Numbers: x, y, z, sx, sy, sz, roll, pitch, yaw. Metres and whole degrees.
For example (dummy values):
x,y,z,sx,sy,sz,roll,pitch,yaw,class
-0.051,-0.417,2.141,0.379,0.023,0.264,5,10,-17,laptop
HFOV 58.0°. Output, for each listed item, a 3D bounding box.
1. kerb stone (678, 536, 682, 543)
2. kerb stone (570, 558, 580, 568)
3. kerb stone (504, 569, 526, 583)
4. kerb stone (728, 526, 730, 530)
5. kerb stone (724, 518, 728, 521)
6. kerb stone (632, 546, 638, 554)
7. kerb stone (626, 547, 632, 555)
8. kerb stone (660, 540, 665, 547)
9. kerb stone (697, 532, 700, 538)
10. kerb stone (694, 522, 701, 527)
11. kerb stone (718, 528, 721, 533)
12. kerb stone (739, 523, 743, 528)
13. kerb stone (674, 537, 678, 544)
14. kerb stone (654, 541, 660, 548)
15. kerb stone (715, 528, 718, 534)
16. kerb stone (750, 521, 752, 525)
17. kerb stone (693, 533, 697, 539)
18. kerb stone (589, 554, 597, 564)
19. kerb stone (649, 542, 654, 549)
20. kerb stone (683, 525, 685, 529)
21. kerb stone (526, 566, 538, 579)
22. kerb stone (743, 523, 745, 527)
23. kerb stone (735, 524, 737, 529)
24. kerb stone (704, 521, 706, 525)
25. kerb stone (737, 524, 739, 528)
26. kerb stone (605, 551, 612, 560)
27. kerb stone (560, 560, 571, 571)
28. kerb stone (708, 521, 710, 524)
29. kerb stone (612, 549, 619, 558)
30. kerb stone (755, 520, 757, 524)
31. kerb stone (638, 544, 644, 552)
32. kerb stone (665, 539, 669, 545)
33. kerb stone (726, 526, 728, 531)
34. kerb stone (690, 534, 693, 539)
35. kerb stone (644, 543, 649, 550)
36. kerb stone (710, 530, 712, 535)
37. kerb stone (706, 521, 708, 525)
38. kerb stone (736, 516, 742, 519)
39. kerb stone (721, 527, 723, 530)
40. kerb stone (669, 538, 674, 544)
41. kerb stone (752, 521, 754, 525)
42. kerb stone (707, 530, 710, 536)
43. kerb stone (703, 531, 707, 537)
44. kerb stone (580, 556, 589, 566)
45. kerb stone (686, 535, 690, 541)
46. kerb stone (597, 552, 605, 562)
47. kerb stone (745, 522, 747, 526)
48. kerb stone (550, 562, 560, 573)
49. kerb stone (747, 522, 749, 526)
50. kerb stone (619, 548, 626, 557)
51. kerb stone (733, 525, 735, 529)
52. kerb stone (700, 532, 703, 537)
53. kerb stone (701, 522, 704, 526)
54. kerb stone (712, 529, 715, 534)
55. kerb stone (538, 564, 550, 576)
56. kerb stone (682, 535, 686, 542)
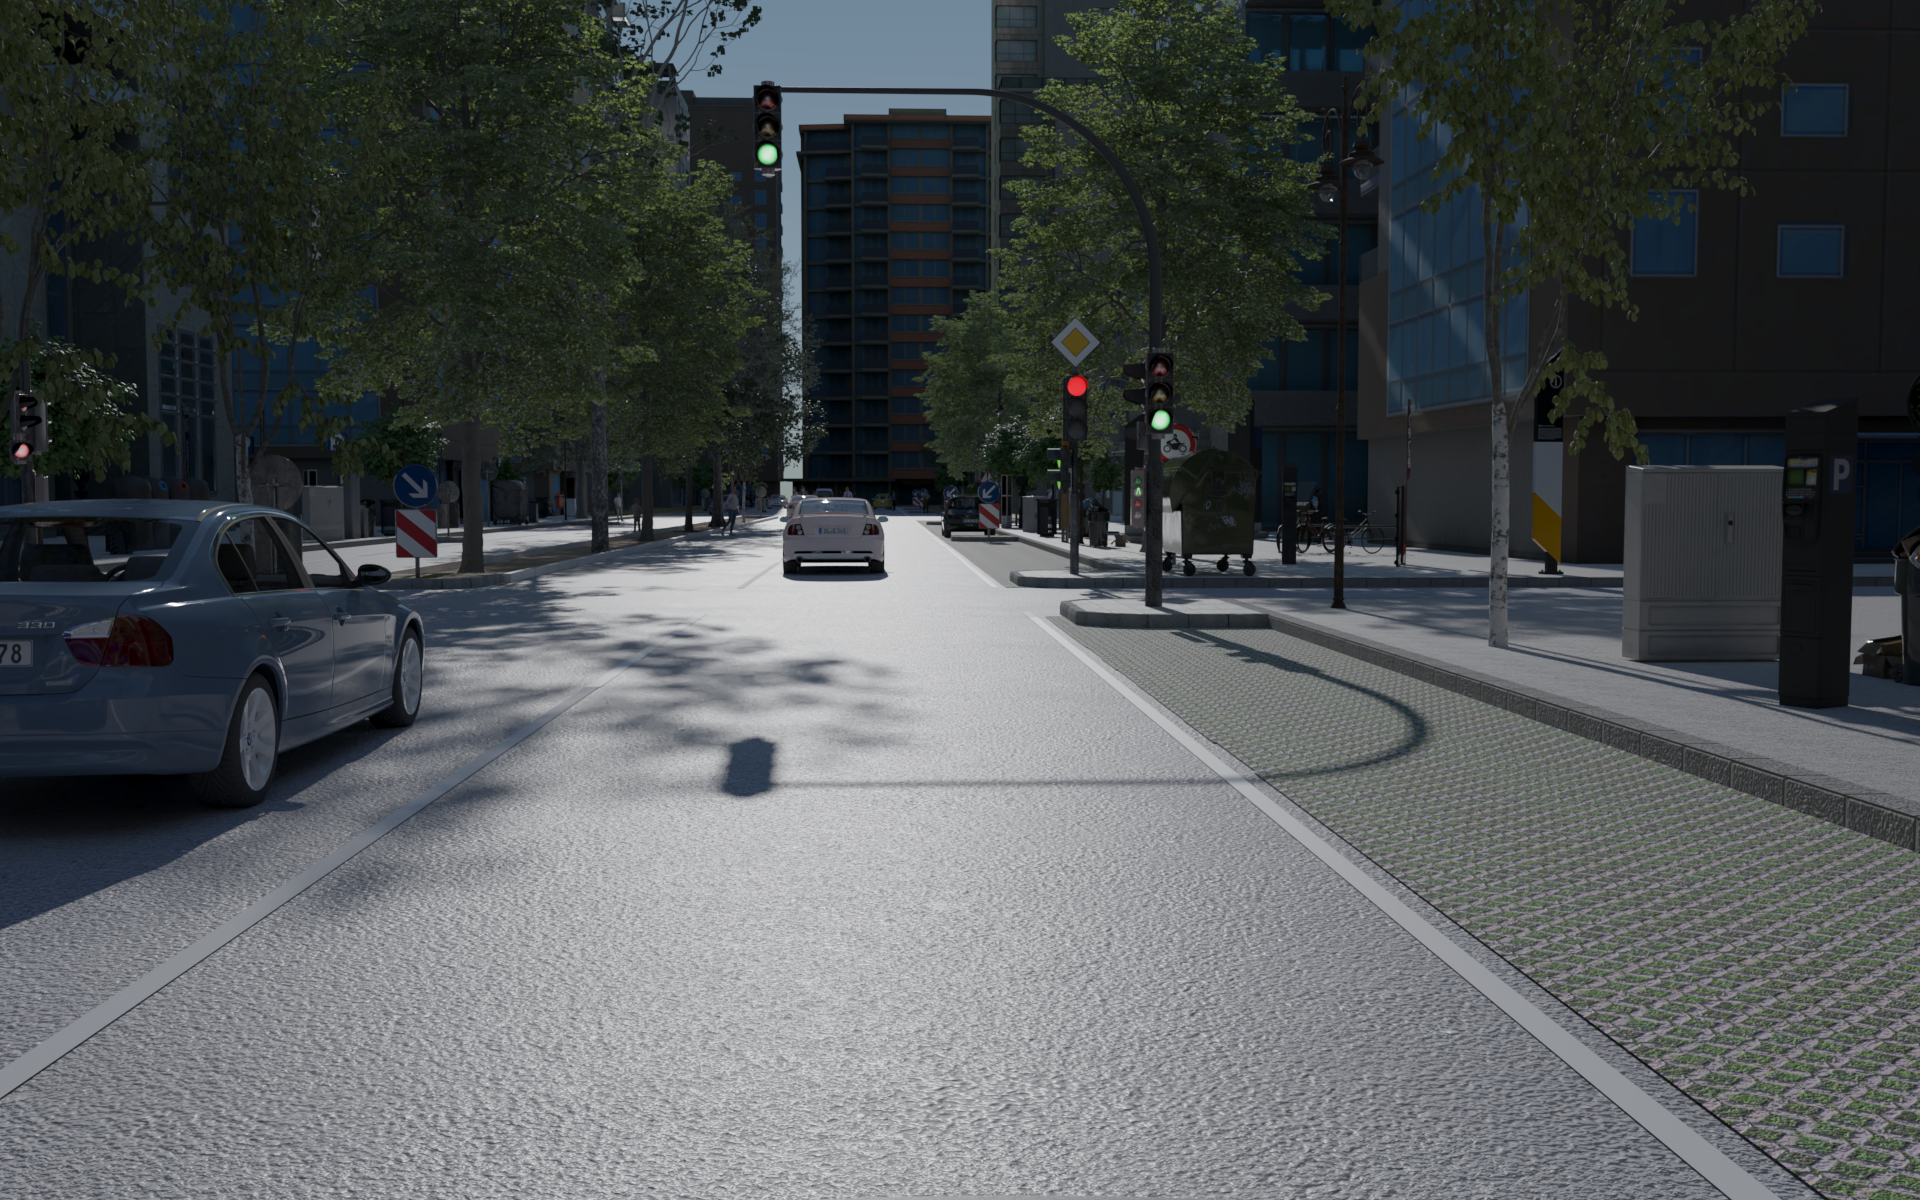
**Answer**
x,y,z,sx,sy,sz,roll,pitch,yaw,class
-8.369,-1.754,50.924,0.120,0.150,1.000,0,4,-3,kerb stone
-7.570,-0.693,33.557,0.120,0.150,1.000,0,4,-3,kerb stone
-7.324,-0.381,28.431,0.120,0.150,1.000,0,4,-3,kerb stone
-9.129,-2.759,67.309,0.120,0.150,1.000,0,4,-3,kerb stone
-12.408,-4.320,92.834,0.120,0.150,1.000,0,4,-3,kerb stone
-7.944,-1.194,41.726,0.120,0.150,1.000,0,4,-3,kerb stone
-7.892,-1.129,40.706,0.120,0.150,1.000,0,4,-3,kerb stone
-8.172,-1.507,46.834,0.120,0.150,1.000,0,4,-3,kerb stone
-8.607,-2.070,56.048,0.120,0.150,1.000,0,4,-3,kerb stone
-11.643,-3.319,76.463,0.120,0.150,1.000,0,4,-3,kerb stone
-8.934,-2.508,63.216,0.120,0.150,1.000,0,4,-3,kerb stone
-9.411,-3.135,73.451,0.120,0.150,1.000,0,4,-3,kerb stone
-8.320,-1.695,49.903,0.120,0.150,1.000,0,4,-3,kerb stone
-8.135,-1.442,45.811,0.120,0.150,1.000,0,4,-3,kerb stone
-8.881,-2.446,62.193,0.120,0.150,1.000,0,4,-3,kerb stone
-9.644,-3.446,78.562,0.120,0.150,1.000,0,4,-3,kerb stone
-8.557,-1.998,55.023,0.120,0.150,1.000,0,4,-3,kerb stone
-7.661,-0.820,35.599,0.120,0.150,1.000,0,4,-3,kerb stone
-8.093,-1.382,44.790,0.120,0.150,1.000,0,4,-3,kerb stone
-11.367,-2.936,70.323,0.120,0.150,1.000,0,4,-3,kerb stone
-7.384,-0.444,29.452,0.120,0.150,1.000,0,4,-3,kerb stone
-9.452,-3.198,74.475,0.120,0.150,1.000,0,4,-3,kerb stone
-9.268,-2.947,70.377,0.120,0.150,1.000,0,4,-3,kerb stone
-11.744,-3.444,78.512,0.120,0.150,1.000,0,4,-3,kerb stone
-9.307,-3.010,71.404,0.120,0.150,1.000,0,4,-3,kerb stone
-7.757,-0.945,37.642,0.120,0.150,1.000,0,4,-3,kerb stone
-7.514,-0.628,32.529,0.120,0.150,1.000,0,4,-3,kerb stone
-11.831,-3.560,80.566,0.120,0.150,1.000,0,4,-3,kerb stone
-7.801,-1.006,38.663,0.120,0.150,1.000,0,4,-3,kerb stone
-9.792,-3.634,81.636,0.120,0.150,1.000,0,4,-3,kerb stone
-7.988,-1.252,42.748,0.120,0.150,1.000,0,4,-3,kerb stone
-8.226,-1.561,47.855,0.120,0.150,1.000,0,4,-3,kerb stone
-9.088,-2.697,66.283,0.120,0.150,1.000,0,4,-3,kerb stone
-8.521,-1.945,53.992,0.120,0.150,1.000,0,4,-3,kerb stone
-8.044,-1.311,43.769,0.120,0.150,1.000,0,4,-3,kerb stone
-8.794,-2.321,60.140,0.120,0.150,1.000,0,4,-3,kerb stone
-11.789,-3.507,79.533,0.120,0.150,1.000,0,4,-3,kerb stone
-12.739,-4.759,100.003,0.120,0.150,1.000,0,4,-3,kerb stone
-8.984,-2.570,64.242,0.120,0.150,1.000,0,4,-3,kerb stone
-8.271,-1.631,48.876,0.120,0.150,1.000,0,4,-3,kerb stone
-9.690,-3.510,79.583,0.120,0.150,1.000,0,4,-3,kerb stone
-8.734,-2.258,59.119,0.120,0.150,1.000,0,4,-3,kerb stone
-8.693,-2.196,58.094,0.120,0.150,1.000,0,4,-3,kerb stone
-7.608,-0.757,34.579,0.120,0.150,1.000,0,4,-3,kerb stone
-8.461,-1.882,52.968,0.120,0.150,1.000,0,4,-3,kerb stone
-7.703,-0.882,36.621,0.120,0.150,1.000,0,4,-3,kerb stone
-9.503,-3.257,75.496,0.120,0.150,1.000,0,4,-3,kerb stone
-7.471,-0.567,31.496,0.120,0.150,1.000,0,4,-3,kerb stone
-9.539,-3.318,76.518,0.120,0.150,1.000,0,4,-3,kerb stone
-7.840,-1.070,39.685,0.120,0.150,1.000,0,4,-3,kerb stone
-9.220,-2.884,69.356,0.120,0.150,1.000,0,4,-3,kerb stone
-8.648,-2.130,57.071,0.120,0.150,1.000,0,4,-3,kerb stone
-11.696,-3.382,77.486,0.120,0.150,1.000,0,4,-3,kerb stone
-8.840,-2.379,61.171,0.120,0.150,1.000,0,4,-3,kerb stone
-7.424,-0.505,30.473,0.120,0.150,1.000,0,4,-3,kerb stone
-8.412,-1.815,51.946,0.120,0.150,1.000,0,4,-3,kerb stone
